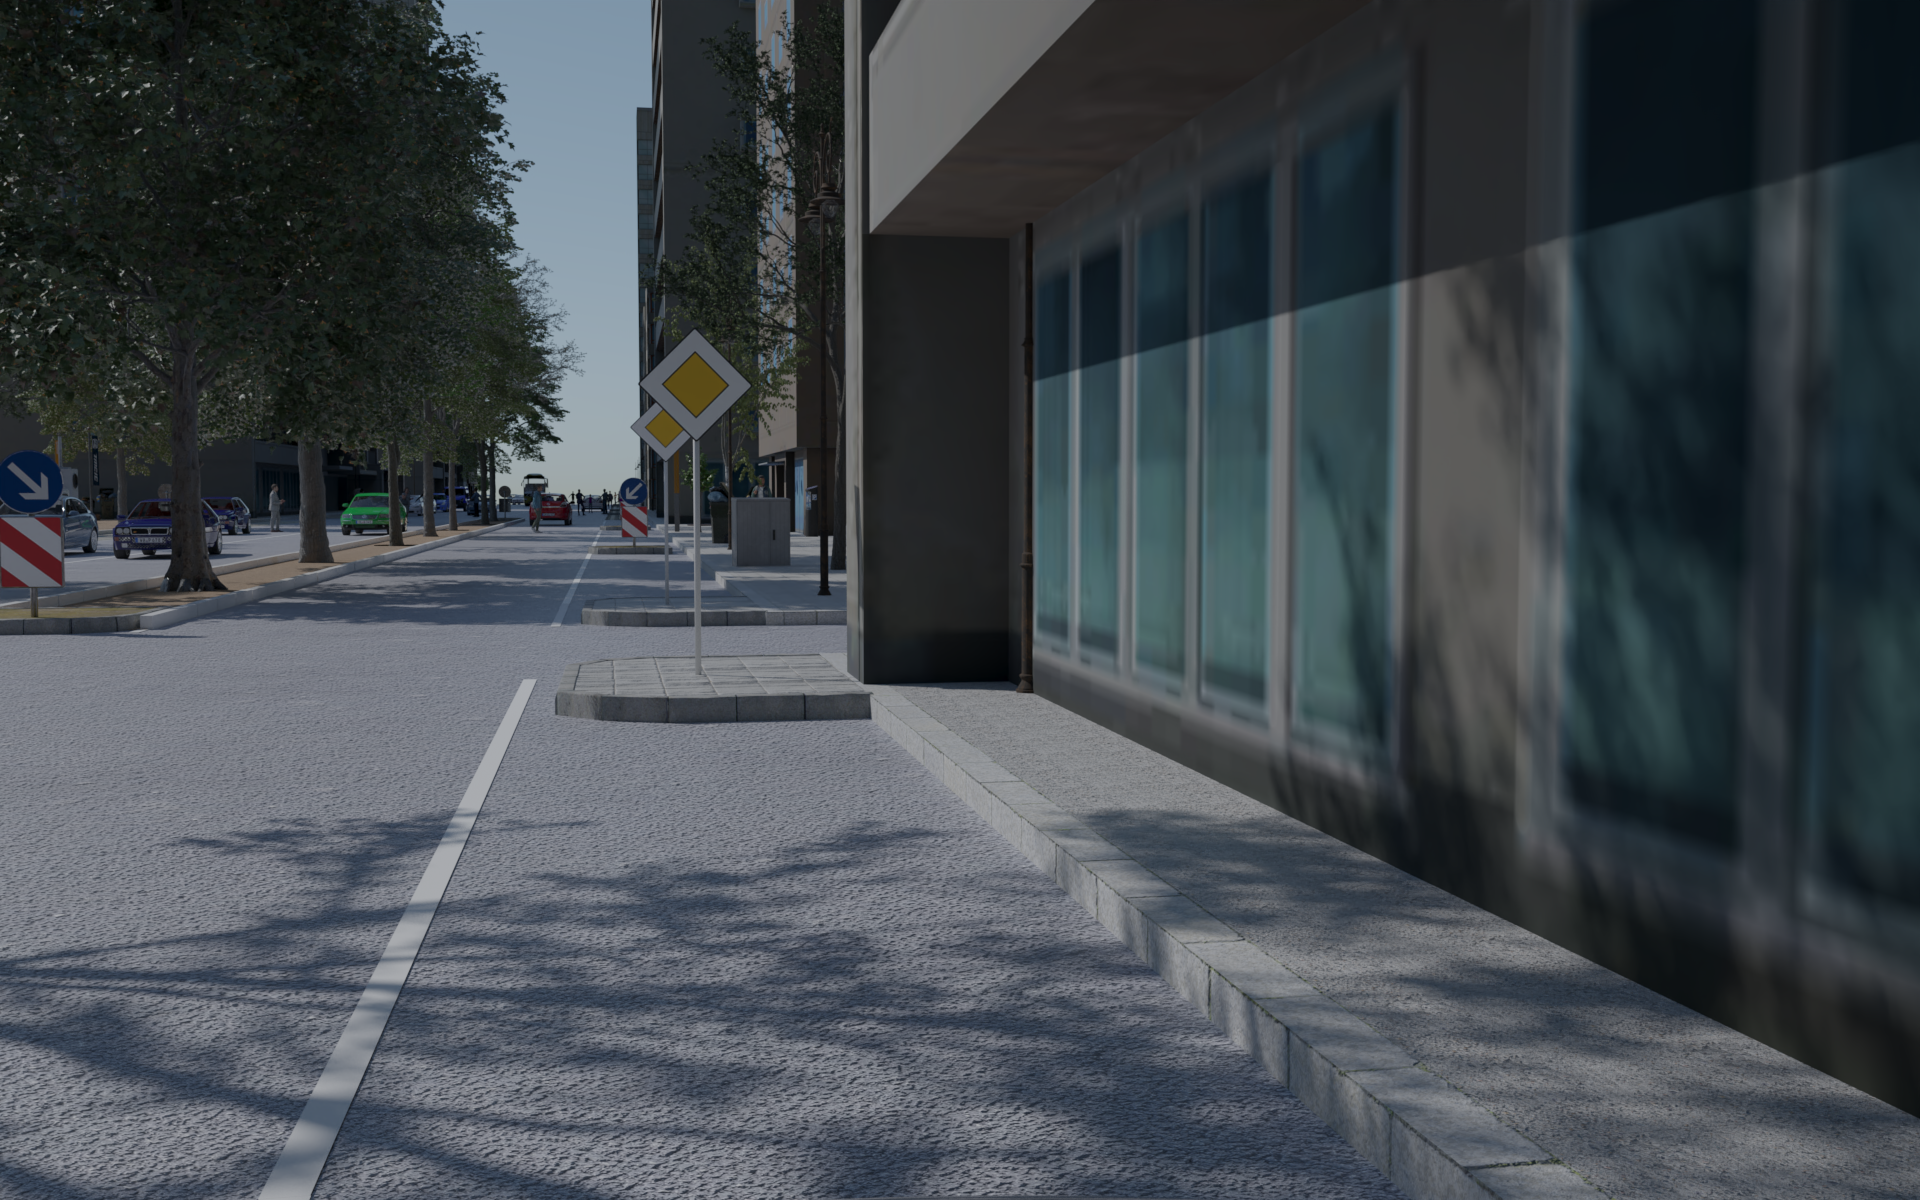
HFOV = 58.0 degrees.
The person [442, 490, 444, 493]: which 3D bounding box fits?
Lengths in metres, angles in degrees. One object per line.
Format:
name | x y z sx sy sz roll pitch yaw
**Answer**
person | -45.385 -8.781 152.214 1.348 1.807 0.705 0 4 -8

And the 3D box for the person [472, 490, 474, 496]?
person | -50.484 -10.463 179.708 0.705 1.807 1.348 -1 4 -15

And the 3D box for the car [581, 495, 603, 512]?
car | -30.396 -8.012 143.358 2.083 1.381 4.827 -1 4 -11

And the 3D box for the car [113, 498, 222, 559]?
car | -18.144 -1.660 39.721 1.945 1.354 3.894 -1 4 -12

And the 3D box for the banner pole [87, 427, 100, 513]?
banner pole | -32.498 -4.585 64.978 0.401 3.779 0.863 0 4 1

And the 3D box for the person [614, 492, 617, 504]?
person | -47.779 -14.090 239.583 0.721 1.735 1.217 -3 4 -37

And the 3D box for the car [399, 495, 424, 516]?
car | -35.963 -6.165 113.156 2.083 1.381 4.827 -1 4 -11

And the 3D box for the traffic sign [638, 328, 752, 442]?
traffic sign | -1.836 -0.613 12.211 0.795 2.593 0.064 -1 4 -11

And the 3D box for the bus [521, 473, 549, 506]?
bus | -50.782 -13.206 207.461 2.896 3.916 12.252 -1 4 -12

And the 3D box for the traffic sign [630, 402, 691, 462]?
traffic sign | -3.382 -1.092 20.046 0.795 2.593 0.064 -1 4 -11

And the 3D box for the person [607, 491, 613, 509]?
person | -34.191 -9.804 169.327 0.617 1.759 0.750 -1 4 -13

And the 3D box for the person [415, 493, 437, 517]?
person | -33.206 -6.096 107.800 1.348 1.869 0.705 -2 4 -30

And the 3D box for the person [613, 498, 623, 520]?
person | -18.578 -5.099 95.088 0.991 1.433 0.599 1 4 16

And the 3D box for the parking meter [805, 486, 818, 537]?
parking meter | -4.446 -2.663 51.948 0.372 1.533 0.369 0 3 0

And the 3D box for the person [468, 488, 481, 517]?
person | -30.158 -6.080 107.901 0.705 1.826 1.348 1 4 21

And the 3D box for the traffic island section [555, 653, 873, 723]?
traffic island section | -1.814 0.611 12.298 2.009 0.180 2.903 -1 4 -11

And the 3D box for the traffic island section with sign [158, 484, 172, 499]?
traffic island section with sign | -30.143 -3.490 65.691 1.989 1.847 2.006 -1 4 -11

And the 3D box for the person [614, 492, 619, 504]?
person | -46.962 -14.074 238.611 1.348 1.824 0.705 -1 4 -15

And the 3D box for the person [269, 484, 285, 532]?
person | -25.585 -3.438 64.905 0.583 1.804 0.606 -1 4 -22

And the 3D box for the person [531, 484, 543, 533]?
person | -15.534 -3.350 63.611 0.444 1.785 0.601 1 4 13

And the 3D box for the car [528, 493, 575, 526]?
car | -18.927 -4.350 80.169 2.155 1.783 4.494 -1 4 -10

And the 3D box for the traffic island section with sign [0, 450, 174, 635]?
traffic island section with sign | -9.730 -0.636 18.535 2.006 1.907 1.989 -1 4 -11

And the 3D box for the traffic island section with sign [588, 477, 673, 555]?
traffic island section with sign | -8.011 -2.040 41.976 1.989 1.847 2.006 -1 4 -11

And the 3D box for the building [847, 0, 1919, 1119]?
building | 11.664 -23.185 2.783 21.300 48.544 21.600 -1 4 -11

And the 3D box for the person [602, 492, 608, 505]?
person | -41.132 -11.784 201.887 1.217 1.735 0.721 0 4 4

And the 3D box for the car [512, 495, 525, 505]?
car | -58.653 -13.371 230.980 2.083 1.381 4.827 -1 4 -10

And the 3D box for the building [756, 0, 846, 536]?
building | 0.459 -25.032 59.385 14.600 45.320 14.200 -1 4 -11

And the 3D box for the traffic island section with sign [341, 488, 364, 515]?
traffic island section with sign | -39.817 -6.487 114.689 1.989 1.847 2.006 -1 4 -11

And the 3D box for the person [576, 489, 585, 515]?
person | -25.368 -6.549 116.027 0.568 1.767 0.683 3 5 44

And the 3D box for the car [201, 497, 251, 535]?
car | -26.297 -2.981 61.312 1.945 1.354 3.894 -1 4 -12

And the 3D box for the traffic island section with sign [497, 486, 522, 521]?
traffic island section with sign | -24.289 -5.145 92.256 2.006 1.907 1.989 -1 4 -11

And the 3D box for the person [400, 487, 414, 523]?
person | -27.675 -4.755 86.594 0.532 1.782 0.716 2 4 29

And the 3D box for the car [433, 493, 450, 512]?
car | -41.170 -7.758 136.432 1.945 1.707 3.694 -1 4 -12

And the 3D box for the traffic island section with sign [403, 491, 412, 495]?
traffic island section with sign | -45.084 -8.120 141.392 1.989 1.847 2.006 -1 4 -11

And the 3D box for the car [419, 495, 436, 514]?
car | -38.991 -6.899 125.159 2.083 1.381 4.827 -1 4 -10

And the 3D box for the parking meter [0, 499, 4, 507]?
parking meter | -46.710 -4.810 84.349 0.255 1.863 0.399 -1 4 -16

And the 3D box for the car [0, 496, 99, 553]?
car | -21.687 -1.762 40.807 2.014 1.417 4.499 -1 4 -12

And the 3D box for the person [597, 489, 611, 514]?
person | -25.364 -7.033 123.569 0.705 1.814 1.350 2 4 31

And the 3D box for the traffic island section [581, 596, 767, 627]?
traffic island section | -3.360 0.131 20.133 2.009 0.180 2.903 -1 4 -11

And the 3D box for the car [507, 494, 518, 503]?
car | -61.620 -14.023 239.065 2.009 1.686 4.222 -1 4 -10

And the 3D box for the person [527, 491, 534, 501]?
person | -45.818 -10.795 185.725 1.217 1.736 0.721 0 4 -1

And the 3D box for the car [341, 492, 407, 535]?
car | -20.796 -3.226 61.539 1.959 1.807 4.718 -1 4 -10

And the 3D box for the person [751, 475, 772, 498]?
person | -5.681 -2.691 50.024 0.794 1.824 0.713 2 4 29

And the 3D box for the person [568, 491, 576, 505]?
person | -49.185 -12.946 220.184 1.348 1.821 0.705 1 4 10

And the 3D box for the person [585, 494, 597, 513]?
person | -27.966 -7.303 131.135 0.991 1.433 0.599 -2 4 -24

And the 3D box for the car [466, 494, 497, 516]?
car | -32.381 -6.447 117.413 2.014 1.417 4.499 -1 4 -11

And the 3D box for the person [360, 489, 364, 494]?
person | -33.431 -5.365 96.933 1.217 1.736 0.721 0 4 7
